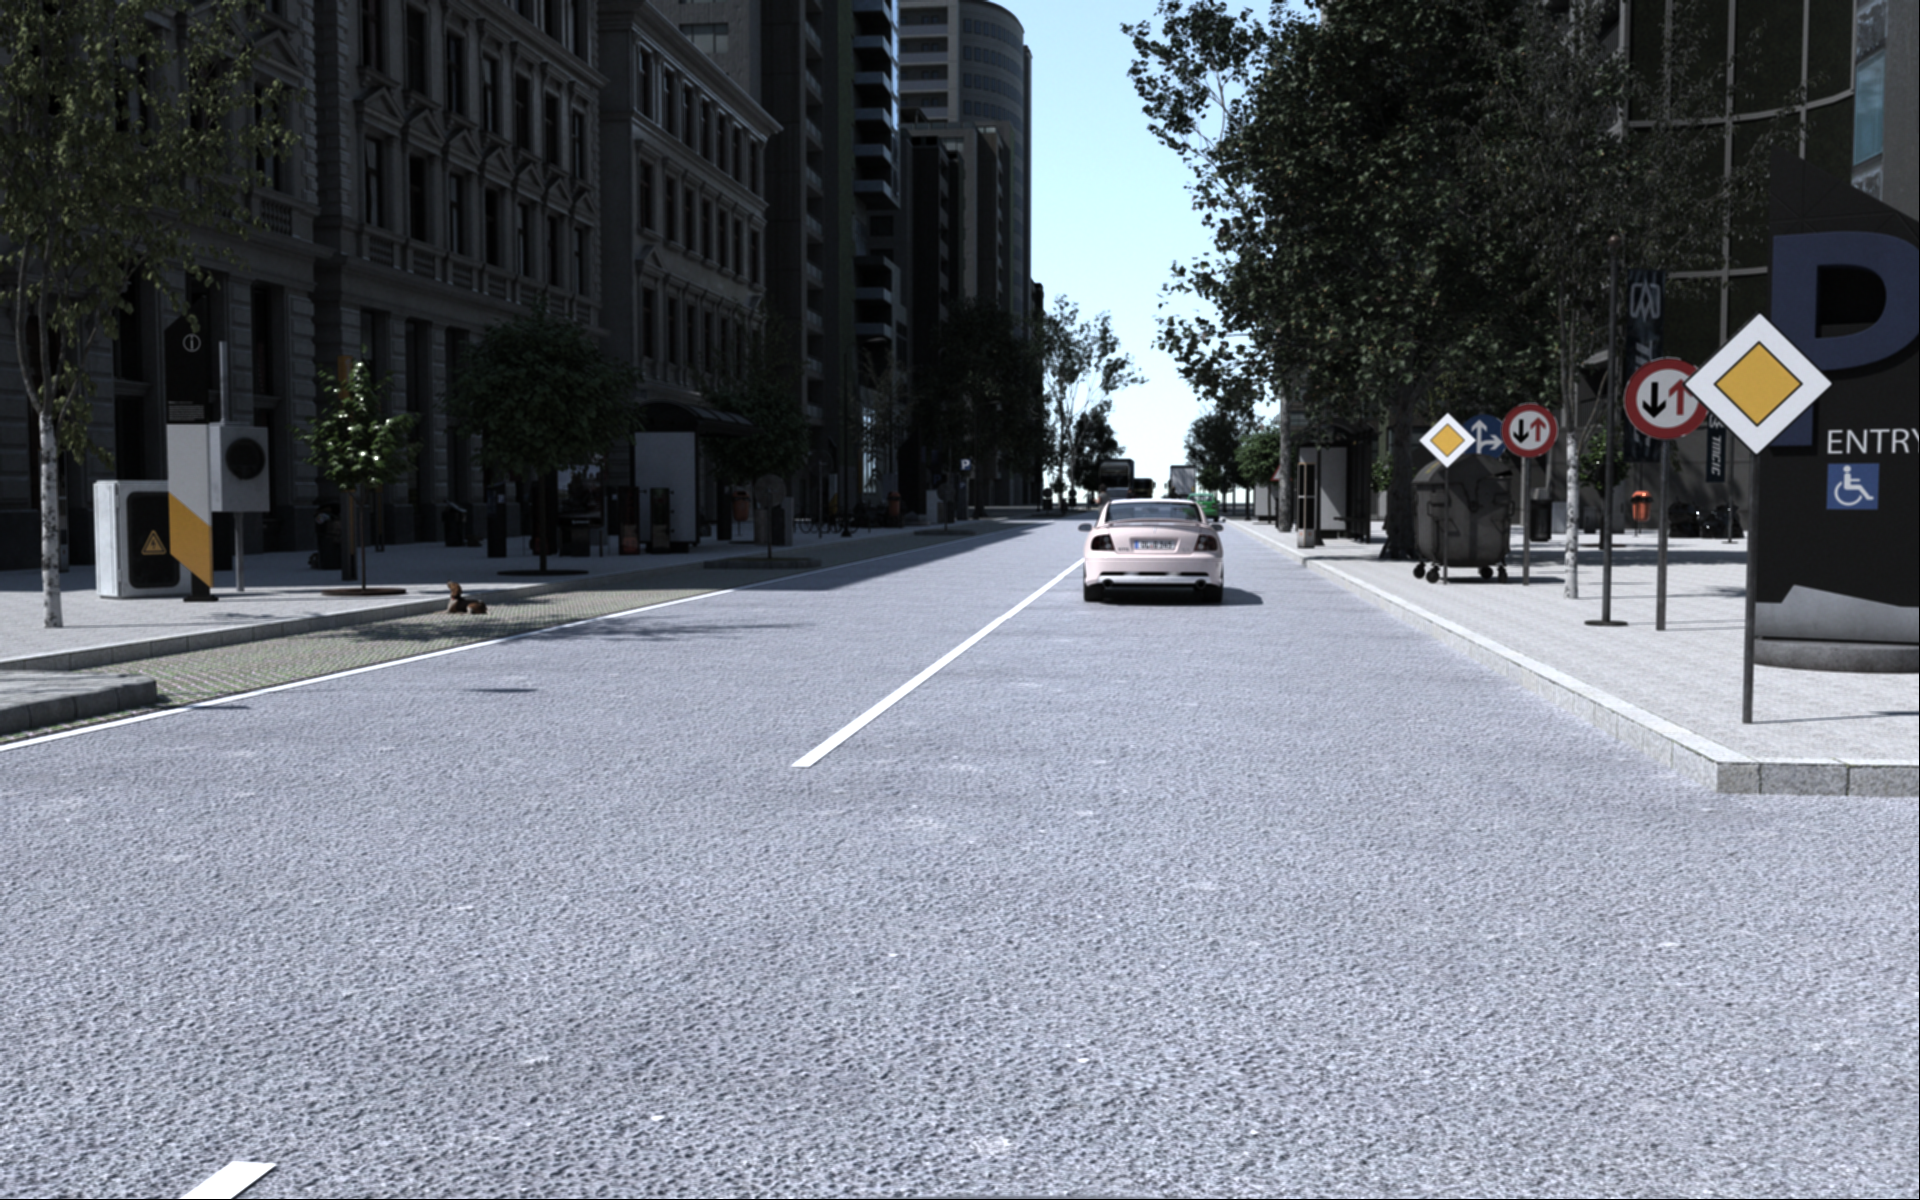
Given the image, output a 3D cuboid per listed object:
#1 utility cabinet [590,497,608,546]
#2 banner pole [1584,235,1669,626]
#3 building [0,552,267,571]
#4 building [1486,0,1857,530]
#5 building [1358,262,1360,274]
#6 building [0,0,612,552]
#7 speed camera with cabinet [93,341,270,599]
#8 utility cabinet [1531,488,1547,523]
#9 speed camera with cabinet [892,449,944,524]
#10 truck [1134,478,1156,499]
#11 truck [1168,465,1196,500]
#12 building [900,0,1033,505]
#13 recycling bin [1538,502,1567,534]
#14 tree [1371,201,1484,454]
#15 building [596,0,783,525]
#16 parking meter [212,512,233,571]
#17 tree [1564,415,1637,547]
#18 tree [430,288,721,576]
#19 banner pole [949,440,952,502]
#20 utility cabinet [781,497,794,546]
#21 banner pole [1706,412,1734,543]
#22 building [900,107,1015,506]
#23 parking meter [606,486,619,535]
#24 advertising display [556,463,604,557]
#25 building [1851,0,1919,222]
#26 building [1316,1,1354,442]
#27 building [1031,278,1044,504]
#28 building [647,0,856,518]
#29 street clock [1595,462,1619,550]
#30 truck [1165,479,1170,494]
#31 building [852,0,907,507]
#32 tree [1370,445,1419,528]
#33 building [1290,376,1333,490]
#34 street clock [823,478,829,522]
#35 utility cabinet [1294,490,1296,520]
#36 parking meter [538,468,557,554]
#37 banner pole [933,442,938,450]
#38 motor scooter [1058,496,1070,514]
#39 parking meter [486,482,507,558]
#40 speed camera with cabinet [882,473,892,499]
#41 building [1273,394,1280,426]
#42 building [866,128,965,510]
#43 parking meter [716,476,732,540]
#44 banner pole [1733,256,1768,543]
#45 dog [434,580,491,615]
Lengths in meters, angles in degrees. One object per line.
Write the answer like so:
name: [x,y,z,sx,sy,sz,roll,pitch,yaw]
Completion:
utility cabinet: [-9.166,-1.983,43.588,0.306,1.237,1.020,-2,4,-29]
banner pole: [6.555,-1.648,16.956,0.863,3.779,0.401,-1,4,-20]
building: [-20.484,-12.323,30.364,11.050,23.489,19.941,0,4,7]
building: [32.250,-38.299,64.440,20.563,71.187,20.611,0,4,7]
building: [33.232,-20.998,115.010,14.160,30.474,14.107,0,4,7]
building: [-18.163,-13.532,50.133,11.050,23.489,19.941,0,4,7]
speed camera with cabinet: [-9.815,-1.685,21.892,0.660,3.252,2.038,3,4,37]
utility cabinet: [20.833,-3.289,62.451,0.318,1.500,1.173,0,4,3]
speed camera with cabinet: [-1.734,-4.835,73.380,2.038,3.252,0.660,-1,4,-9]
truck: [22.422,-13.308,213.501,3.469,3.379,9.791,0,4,7]
truck: [22.348,-11.326,174.097,2.839,4.237,11.283,0,4,7]
building: [-3.097,-40.669,206.929,21.231,58.520,28.212,0,4,7]
recycling bin: [19.190,-2.662,56.081,0.722,1.027,0.722,0,4,3]
tree: [11.800,-5.592,41.797,4.737,8.622,4.395,0,3,0]
building: [-15.174,-14.330,70.456,11.583,22.565,21.152,0,4,7]
parking meter: [-12.432,-1.264,29.076,0.372,1.533,0.369,0,3,0]
tree: [15.564,-2.911,42.201,1.663,3.219,1.824,0,3,0]
tree: [-6.798,-2.695,27.784,4.285,4.588,4.351,0,3,0]
banner pole: [-0.452,-5.488,79.738,0.401,3.779,0.863,0,4,3]
utility cabinet: [-4.269,-1.938,42.852,0.306,1.237,1.020,0,4,-4]
banner pole: [19.872,-3.372,45.146,0.863,3.779,0.401,1,4,11]
building: [-1.815,-30.672,185.077,14.154,41.232,14.086,0,4,7]
parking meter: [-10.805,-2.781,53.875,0.372,1.533,0.369,0,3,0]
advertising display: [-7.758,-1.844,35.371,0.974,1.923,0.123,0,4,5]
building: [30.427,-24.767,24.545,30.456,49.044,23.786,0,4,7]
building: [42.463,-33.335,134.262,28.713,52.752,27.495,0,4,7]
building: [3.551,-27.944,228.588,14.160,30.474,14.107,0,4,7]
building: [-13.917,-25.167,95.076,14.154,41.232,14.086,0,4,7]
street clock: [14.775,-2.144,39.625,0.471,2.002,0.358,0,4,-6]
truck: [28.698,-14.165,227.521,3.469,3.379,9.791,0,4,6]
building: [-15.082,-49.189,116.917,22.319,86.520,31.000,0,4,7]
tree: [16.595,-4.379,66.195,1.663,3.219,1.824,0,3,0]
building: [42.533,-30.855,188.080,14.154,41.232,14.086,0,4,7]
street clock: [-5.988,-4.472,77.689,0.358,2.002,0.471,-1,4,-19]
utility cabinet: [15.870,-4.570,83.396,1.173,1.500,0.318,-2,4,-27]
parking meter: [-8.821,-1.916,37.041,0.255,1.863,0.399,-3,5,-40]
banner pole: [-1.141,-5.710,83.382,0.401,3.779,0.863,-2,4,-26]
motor scooter: [7.392,-6.725,122.733,0.815,1.314,1.986,1,4,9]
parking meter: [-9.373,-1.628,35.024,0.372,1.533,0.369,0,3,0]
speed camera with cabinet: [-2.670,-5.021,76.421,0.660,3.252,2.038,2,4,29]
building: [52.388,-36.986,224.331,23.786,49.044,30.456,0,4,7]
building: [-7.343,-22.548,140.359,14.160,30.474,14.107,0,4,7]
parking meter: [-6.546,-2.594,48.123,0.255,1.863,0.399,3,4,38]
banner pole: [7.697,-1.614,16.398,0.401,3.779,0.863,3,4,37]
dog: [-5.899,-0.022,20.561,0.550,0.427,0.748,-2,4,-33]
